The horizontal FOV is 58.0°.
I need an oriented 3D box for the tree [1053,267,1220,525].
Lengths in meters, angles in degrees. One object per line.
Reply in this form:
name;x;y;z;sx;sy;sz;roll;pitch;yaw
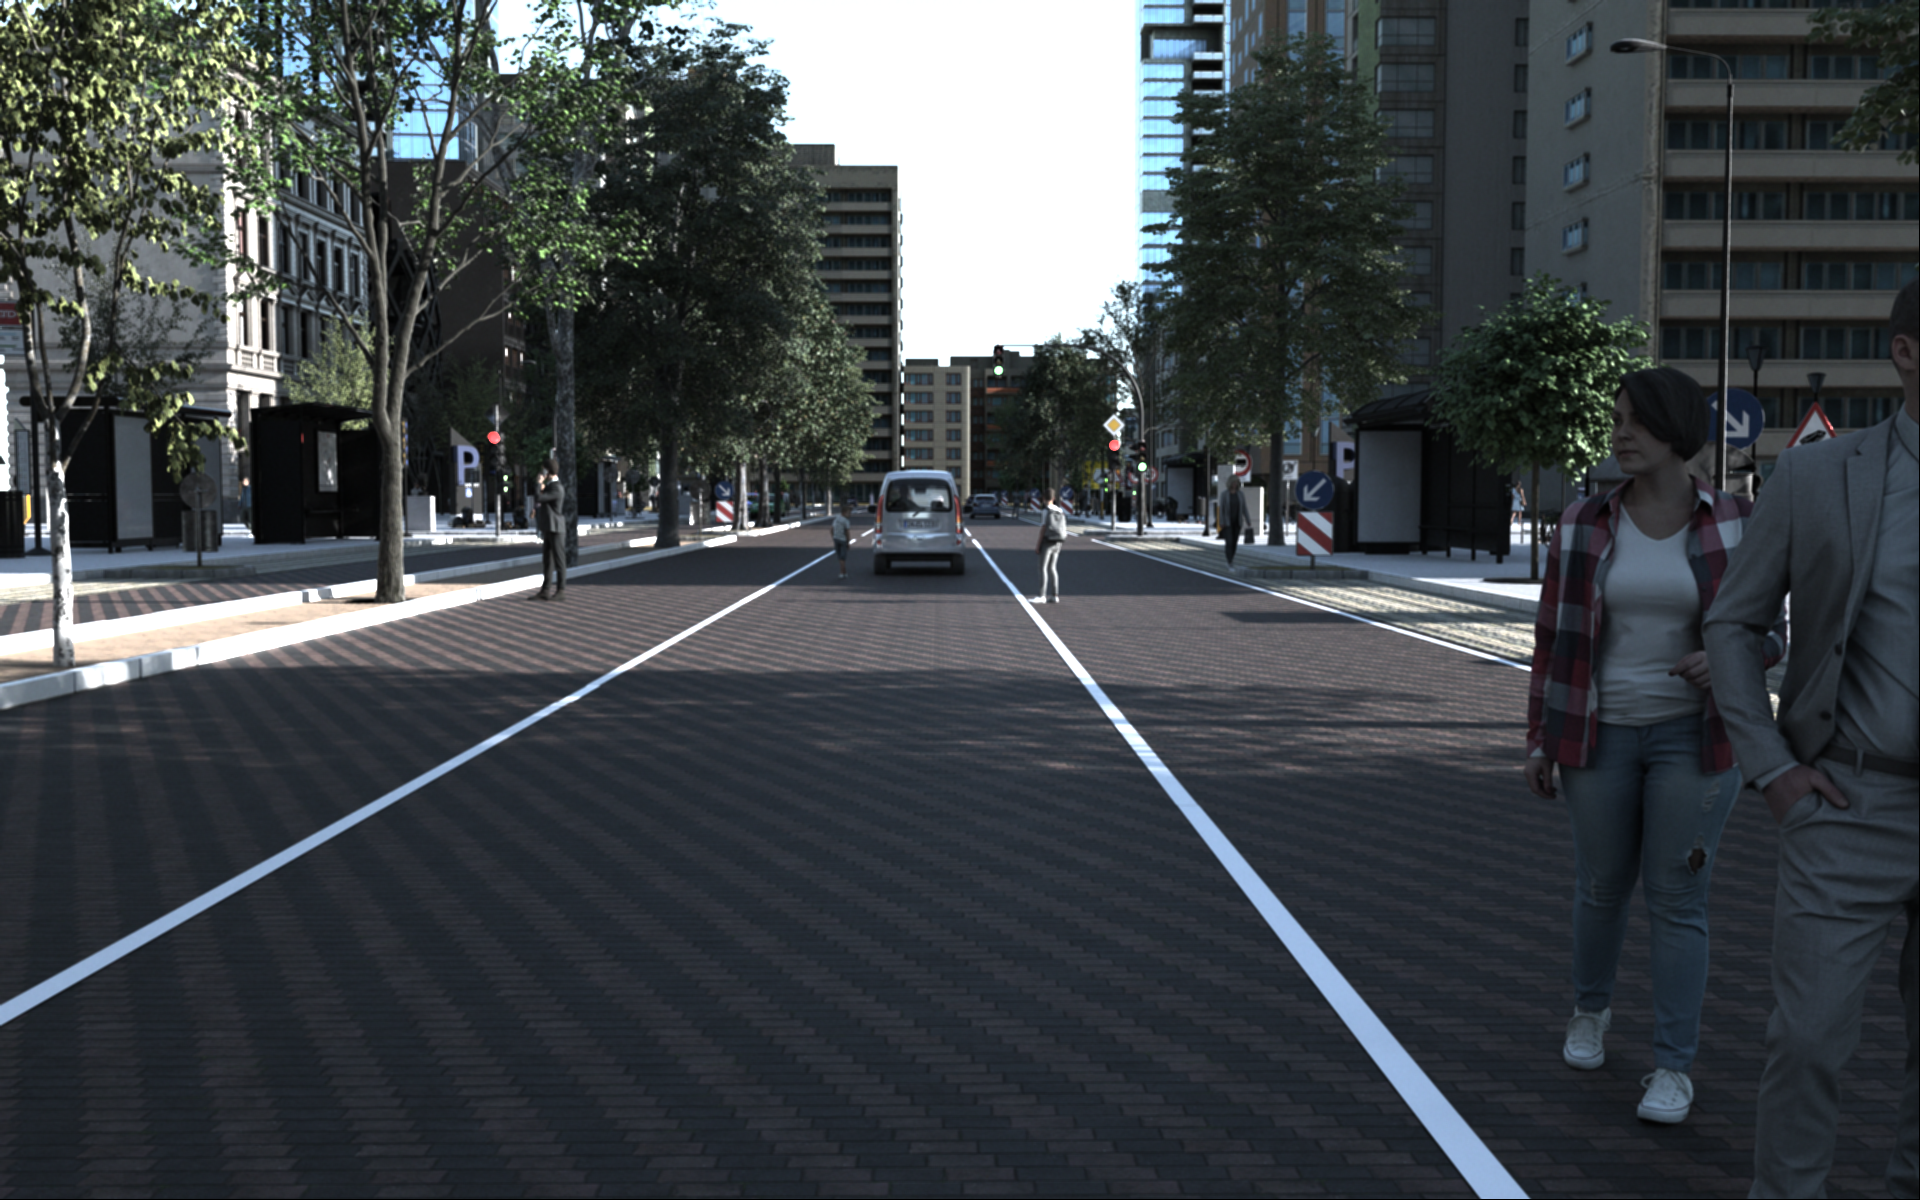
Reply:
tree;7.356;-8.411;71.929;7.601;10.594;8.767;0;4;-1

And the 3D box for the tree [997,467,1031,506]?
tree;5.711;-12.860;193.970;4.285;4.588;4.351;0;3;0

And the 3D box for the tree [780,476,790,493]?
tree;-19.160;-11.720;186.227;1.663;3.219;1.824;0;3;0

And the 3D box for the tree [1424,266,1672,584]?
tree;8.482;-2.535;25.168;4.285;4.588;4.351;0;3;0

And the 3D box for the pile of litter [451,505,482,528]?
pile of litter;-18.457;-3.149;65.443;1.719;0.858;1.176;-2;4;-31

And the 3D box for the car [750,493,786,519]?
car;-11.001;-5.532;99.251;1.959;1.807;4.718;0;4;-1

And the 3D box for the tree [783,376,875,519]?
tree;-8.880;-9.899;98.713;8.767;10.594;7.601;0;4;-1

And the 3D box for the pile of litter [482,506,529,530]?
pile of litter;-16.312;-3.000;63.014;1.176;0.858;1.719;1;4;17

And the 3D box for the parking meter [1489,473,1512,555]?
parking meter;11.374;-1.878;36.415;0.255;1.863;0.399;-2;4;-34

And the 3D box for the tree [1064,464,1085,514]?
tree;7.400;-7.091;110.541;1.663;3.219;1.824;0;3;0

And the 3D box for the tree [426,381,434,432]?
tree;-24.380;-7.241;68.749;4.737;8.622;4.395;0;3;0

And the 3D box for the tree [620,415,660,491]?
tree;-24.732;-11.203;133.536;4.737;8.622;4.395;0;3;0

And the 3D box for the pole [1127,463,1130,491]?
pole;10.915;-7.237;112.173;0.158;3.312;0.155;0;3;0

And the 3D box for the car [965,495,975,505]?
car;1.392;-8.540;152.210;1.945;1.354;3.894;0;4;-3

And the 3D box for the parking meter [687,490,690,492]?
parking meter;-18.980;-6.923;121.605;0.372;1.533;0.369;0;3;0

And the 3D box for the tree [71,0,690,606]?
tree;-7.353;-5.750;22.225;9.928;11.665;9.643;0;3;0

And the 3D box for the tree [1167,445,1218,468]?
tree;15.389;-8.024;114.904;4.285;4.588;4.351;0;3;0

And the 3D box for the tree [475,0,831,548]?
tree;-7.765;-8.346;45.570;9.857;13.997;8.962;0;3;0

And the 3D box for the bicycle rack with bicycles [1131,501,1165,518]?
bicycle rack with bicycles;10.269;-4.878;93.136;2.925;0.926;2.852;-2;4;-28

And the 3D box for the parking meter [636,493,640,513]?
parking meter;-21.811;-6.650;117.141;0.372;1.533;0.369;0;3;0

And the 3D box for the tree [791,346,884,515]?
tree;-9.003;-11.997;116.740;7.486;12.596;7.792;0;3;0

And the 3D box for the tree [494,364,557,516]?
tree;-24.715;-9.107;99.261;4.360;8.622;3.978;0;3;0

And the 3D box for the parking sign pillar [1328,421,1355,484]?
parking sign pillar;14.377;-4.646;64.432;1.447;3.967;1.447;-1;4;-18

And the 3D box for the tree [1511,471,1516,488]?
tree;25.992;-8.052;82.016;4.360;8.622;3.978;0;3;0

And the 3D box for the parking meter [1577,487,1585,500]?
parking meter;23.130;-3.421;64.344;0.372;1.533;0.369;0;3;0

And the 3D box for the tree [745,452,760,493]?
tree;-18.213;-12.314;151.697;4.360;8.622;3.978;0;3;0

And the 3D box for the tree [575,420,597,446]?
tree;-27.568;-10.624;124.056;4.737;8.622;4.395;0;3;0

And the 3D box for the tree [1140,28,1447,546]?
tree;8.063;-7.607;42.501;7.486;12.596;7.792;0;3;0

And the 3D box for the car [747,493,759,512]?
car;-14.922;-6.991;123.892;1.945;1.707;3.694;0;4;-1

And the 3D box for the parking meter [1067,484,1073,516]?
parking meter;6.525;-5.928;102.635;0.255;1.863;0.399;-1;4;-13

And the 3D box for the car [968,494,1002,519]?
car;1.459;-5.494;101.823;2.014;1.417;4.499;0;4;-1

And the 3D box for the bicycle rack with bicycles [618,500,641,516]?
bicycle rack with bicycles;-20.235;-5.503;103.356;2.852;0.926;2.925;0;4;-2

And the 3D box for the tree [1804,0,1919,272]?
tree;9.226;-5.604;9.752;7.486;12.596;7.792;0;3;0

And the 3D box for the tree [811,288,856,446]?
tree;-8.782;-9.503;83.582;9.928;11.665;9.643;0;3;0

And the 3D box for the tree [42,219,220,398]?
tree;-22.543;-5.888;46.632;4.360;8.622;3.978;0;3;0

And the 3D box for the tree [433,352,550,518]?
tree;-25.581;-8.785;93.991;4.737;8.622;4.395;0;3;0

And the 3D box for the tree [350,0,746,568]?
tree;-8.859;-10.736;33.880;12.611;20.169;13.585;0;3;0

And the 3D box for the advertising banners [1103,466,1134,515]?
advertising banners;9.925;-6.858;108.321;2.074;3.025;0.090;2;4;30

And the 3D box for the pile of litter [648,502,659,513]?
pile of litter;-20.599;-6.360;117.947;1.176;0.858;1.719;-2;4;-28

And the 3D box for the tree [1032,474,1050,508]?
tree;7.276;-10.148;160.528;1.663;3.219;1.824;0;3;0

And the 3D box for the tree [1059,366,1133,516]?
tree;7.356;-8.958;96.824;4.737;8.622;4.395;0;3;0

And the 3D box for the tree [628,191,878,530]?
tree;-8.094;-8.824;63.737;9.611;12.733;9.660;0;3;0

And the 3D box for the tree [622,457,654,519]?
tree;-16.937;-5.835;89.995;1.663;3.219;1.824;0;3;0

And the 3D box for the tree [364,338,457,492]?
tree;-25.648;-8.029;81.644;4.360;8.622;3.978;0;3;0

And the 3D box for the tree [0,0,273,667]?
tree;-7.374;-3.732;13.844;4.737;8.622;4.395;0;3;0

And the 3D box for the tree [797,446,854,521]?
tree;-8.915;-9.331;105.387;4.737;8.622;4.395;0;3;0

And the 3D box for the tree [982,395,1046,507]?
tree;5.915;-15.350;176.725;9.928;11.665;9.643;0;3;0

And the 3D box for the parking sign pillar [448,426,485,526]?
parking sign pillar;-19.848;-4.958;69.542;1.447;3.967;1.447;3;4;35

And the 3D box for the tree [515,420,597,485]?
tree;-17.086;-5.478;73.278;4.285;4.588;4.351;0;3;0

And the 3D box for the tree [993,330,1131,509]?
tree;7.058;-12.420;120.076;9.611;12.733;9.660;0;3;0

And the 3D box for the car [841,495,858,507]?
car;-12.607;-11.322;197.695;1.945;1.354;3.894;0;4;1
